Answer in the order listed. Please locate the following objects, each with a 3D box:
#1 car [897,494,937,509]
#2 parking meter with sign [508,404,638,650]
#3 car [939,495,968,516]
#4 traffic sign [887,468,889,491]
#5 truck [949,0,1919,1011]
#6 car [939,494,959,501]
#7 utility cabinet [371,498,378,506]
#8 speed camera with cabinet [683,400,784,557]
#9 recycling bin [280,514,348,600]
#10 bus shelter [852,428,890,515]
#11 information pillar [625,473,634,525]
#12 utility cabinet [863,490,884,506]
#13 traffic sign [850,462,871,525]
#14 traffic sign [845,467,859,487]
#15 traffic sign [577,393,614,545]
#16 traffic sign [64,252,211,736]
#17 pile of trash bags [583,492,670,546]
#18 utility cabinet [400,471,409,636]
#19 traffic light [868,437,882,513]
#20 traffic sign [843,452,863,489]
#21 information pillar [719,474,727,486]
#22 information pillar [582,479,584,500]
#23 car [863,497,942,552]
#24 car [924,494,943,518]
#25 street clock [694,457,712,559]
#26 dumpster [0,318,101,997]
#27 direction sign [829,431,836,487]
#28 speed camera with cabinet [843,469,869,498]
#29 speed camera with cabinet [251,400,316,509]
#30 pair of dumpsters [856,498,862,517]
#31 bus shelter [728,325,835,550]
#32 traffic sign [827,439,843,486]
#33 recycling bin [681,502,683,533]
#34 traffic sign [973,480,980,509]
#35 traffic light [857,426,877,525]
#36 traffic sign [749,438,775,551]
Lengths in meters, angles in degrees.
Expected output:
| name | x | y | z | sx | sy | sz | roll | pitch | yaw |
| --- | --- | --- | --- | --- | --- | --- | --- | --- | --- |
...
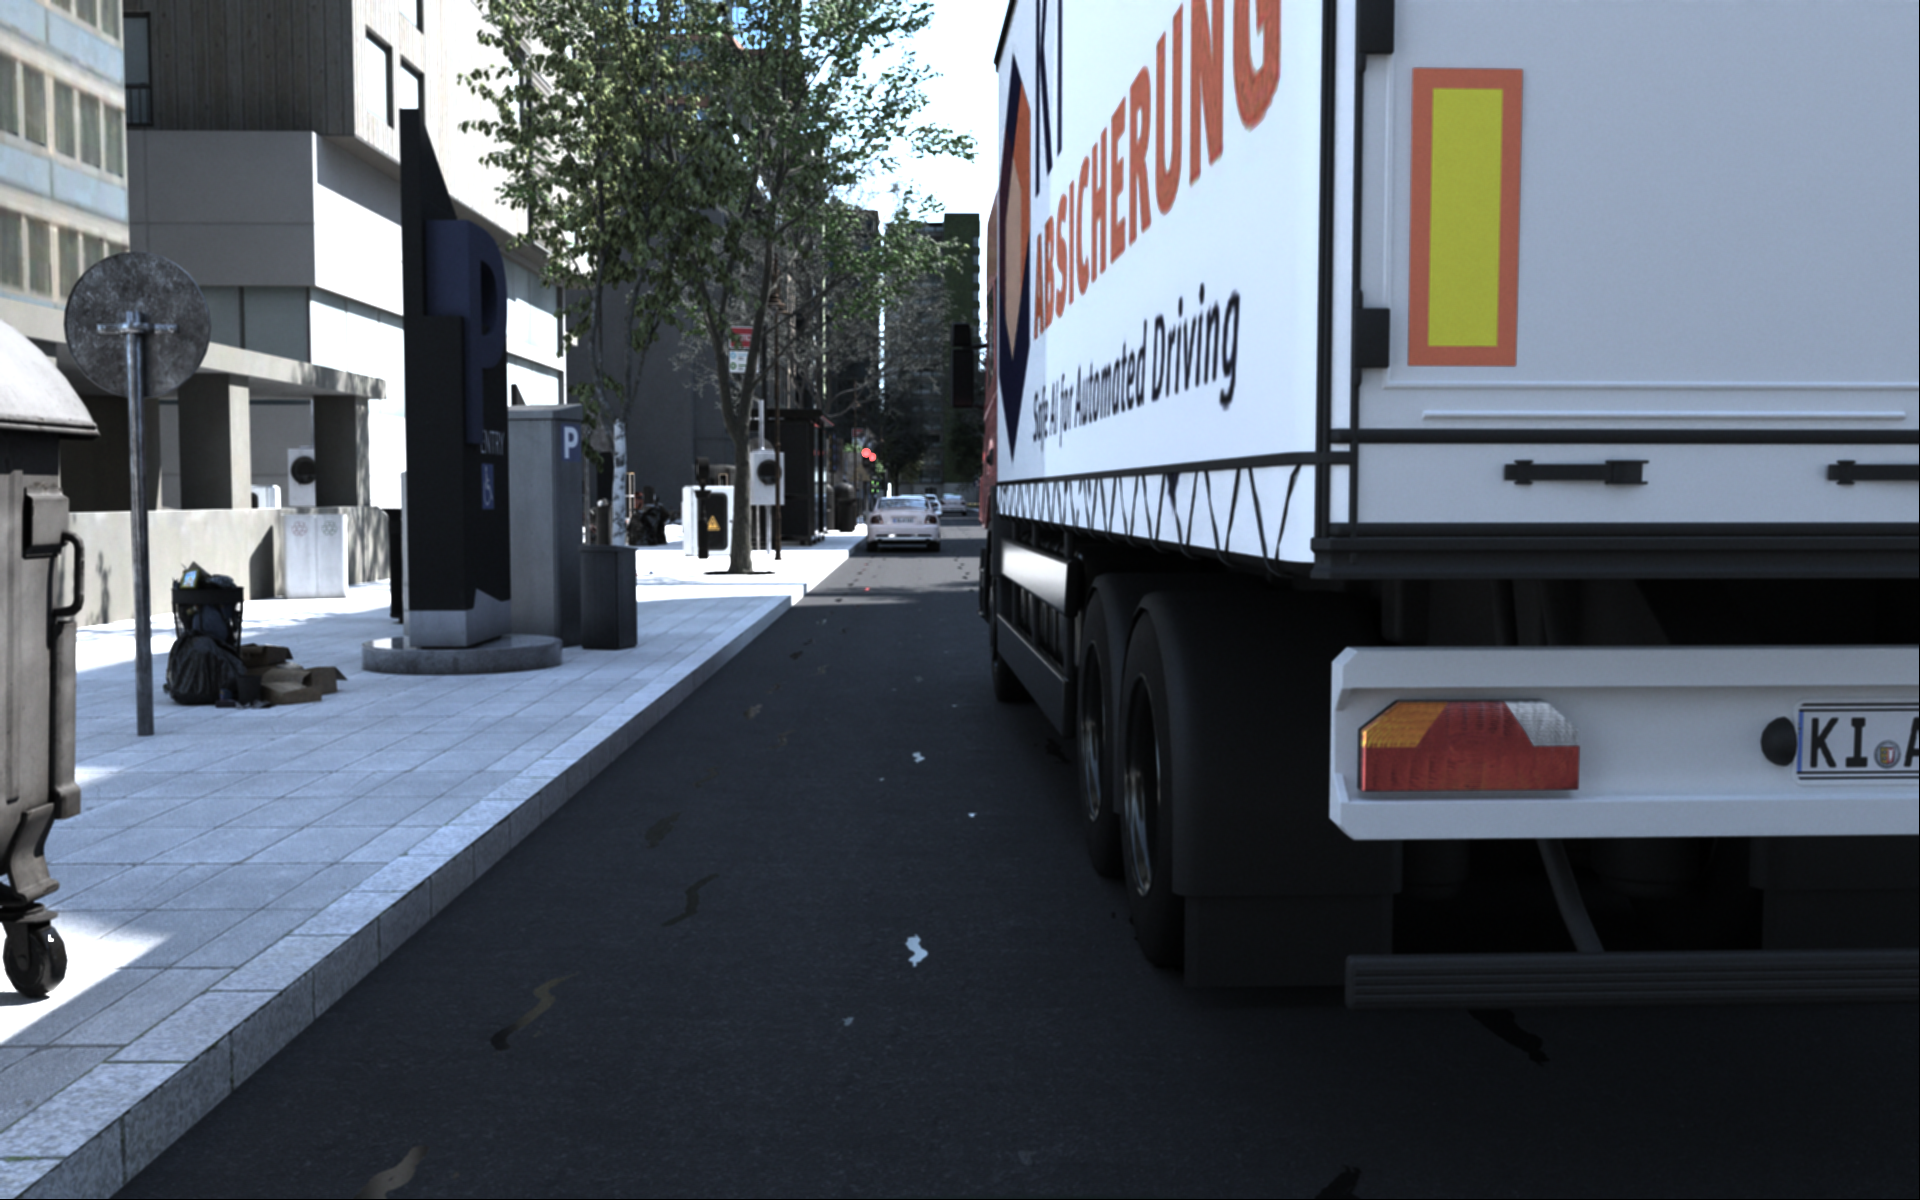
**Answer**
| name | x | y | z | sx | sy | sz | roll | pitch | yaw |
| --- | --- | --- | --- | --- | --- | --- | --- | --- | --- |
| car | -1.922 | -3.651 | 69.484 | 2.009 | 1.686 | 4.222 | 0 | 4 | -2 |
| parking meter with sign | -3.567 | -1.120 | 14.571 | 1.738 | 3.016 | 0.543 | 1 | 4 | 18 |
| car | -0.494 | -6.399 | 116.988 | 2.083 | 1.381 | 4.827 | 0 | 4 | -1 |
| traffic sign | -6.688 | -8.642 | 135.163 | 2.265 | 3.308 | 0.079 | 0 | 4 | 8 |
| truck | 1.549 | -1.203 | 8.590 | 2.839 | 4.237 | 11.283 | 0 | 4 | -3 |
| car | -0.715 | -7.944 | 138.683 | 1.959 | 1.807 | 4.718 | 0 | 4 | 0 |
| utility cabinet | -11.891 | -1.410 | 34.213 | 0.306 | 1.237 | 1.020 | 1 | 4 | 14 |
| speed camera with cabinet | -4.693 | -2.543 | 35.913 | 2.038 | 3.252 | 0.660 | -2 | 4 | -27 |
| recycling bin | -7.984 | -0.541 | 21.396 | 0.722 | 1.027 | 0.722 | -2 | 4 | -25 |
| bus shelter | -5.554 | -7.986 | 108.205 | 2.179 | 5.291 | 8.768 | 0 | 4 | -1 |
| information pillar | -11.490 | -3.398 | 60.043 | 0.304 | 2.012 | 0.304 | 1 | 4 | 17 |
| utility cabinet | -4.941 | -5.498 | 98.565 | 1.173 | 1.500 | 0.318 | 1 | 4 | 10 |
| traffic sign | -4.067 | -4.322 | 70.661 | 0.884 | 2.594 | 0.081 | 0 | 4 | 5 |
| traffic sign | -5.081 | -5.035 | 82.421 | 0.768 | 2.556 | 0.104 | 0 | 4 | 6 |
| traffic sign | -4.676 | -1.327 | 21.703 | 0.884 | 2.594 | 0.081 | 0 | 4 | 1 |
| traffic sign | -4.334 | -0.552 | 9.138 | 0.768 | 2.556 | 0.104 | 0 | 4 | 0 |
| pile of trash bags | -7.786 | -2.066 | 43.528 | 3.447 | 1.369 | 1.912 | 1 | 4 | 20 |
| utility cabinet | -4.443 | -0.430 | 15.718 | 1.173 | 1.500 | 0.318 | -3 | 5 | -40 |
| traffic light | -4.029 | -5.554 | 79.733 | 0.839 | 4.253 | 0.868 | 0 | 4 | -1 |
| traffic sign | -5.833 | -5.510 | 83.964 | 2.265 | 3.308 | 0.079 | 0 | 4 | 3 |
| information pillar | -8.661 | -3.602 | 63.384 | 0.304 | 2.012 | 0.304 | 0 | 4 | -6 |
| information pillar | -19.049 | -5.045 | 86.971 | 0.304 | 2.012 | 0.304 | 1 | 4 | 14 |
| car | -1.475 | -1.973 | 44.624 | 2.083 | 1.381 | 4.827 | 0 | 4 | -3 |
| car | -2.029 | -5.591 | 103.416 | 2.014 | 1.417 | 4.499 | 0 | 4 | 0 |
| street clock | -5.076 | -1.811 | 34.184 | 0.358 | 2.002 | 0.471 | -1 | 4 | -14 |
| dumpster | -2.860 | 0.128 | 3.670 | 1.264 | 1.857 | 1.865 | 0 | 4 | -1 |
| direction sign | -4.623 | -4.331 | 62.806 | 0.379 | 3.537 | 0.876 | -1 | 4 | -20 |
| speed camera with cabinet | -5.802 | -5.973 | 91.995 | 2.038 | 3.252 | 0.660 | 2 | 4 | 32 |
| speed camera with cabinet | -13.289 | -2.404 | 33.639 | 2.038 | 3.252 | 0.660 | 0 | 4 | 2 |
| pair of dumpsters | -6.196 | -5.696 | 95.627 | 1.574 | 2.255 | 4.437 | 0 | 4 | -1 |
| bus shelter | -4.486 | -4.058 | 43.978 | 2.179 | 5.291 | 8.768 | 0 | 4 | -1 |
| traffic sign | -5.397 | -4.263 | 63.577 | 2.265 | 3.308 | 0.079 | 0 | 4 | 8 |
| recycling bin | -8.829 | -2.736 | 57.285 | 0.722 | 1.027 | 0.722 | 0 | 4 | -5 |
| traffic sign | 1.537 | -9.295 | 152.073 | 0.768 | 2.556 | 0.104 | 0 | 4 | 3 |
| traffic light | -3.850 | -5.066 | 71.750 | 0.839 | 4.253 | 0.868 | 0 | 4 | -1 |
| traffic sign | -4.551 | -2.380 | 39.014 | 0.768 | 2.556 | 0.104 | 0 | 4 | 6 |
